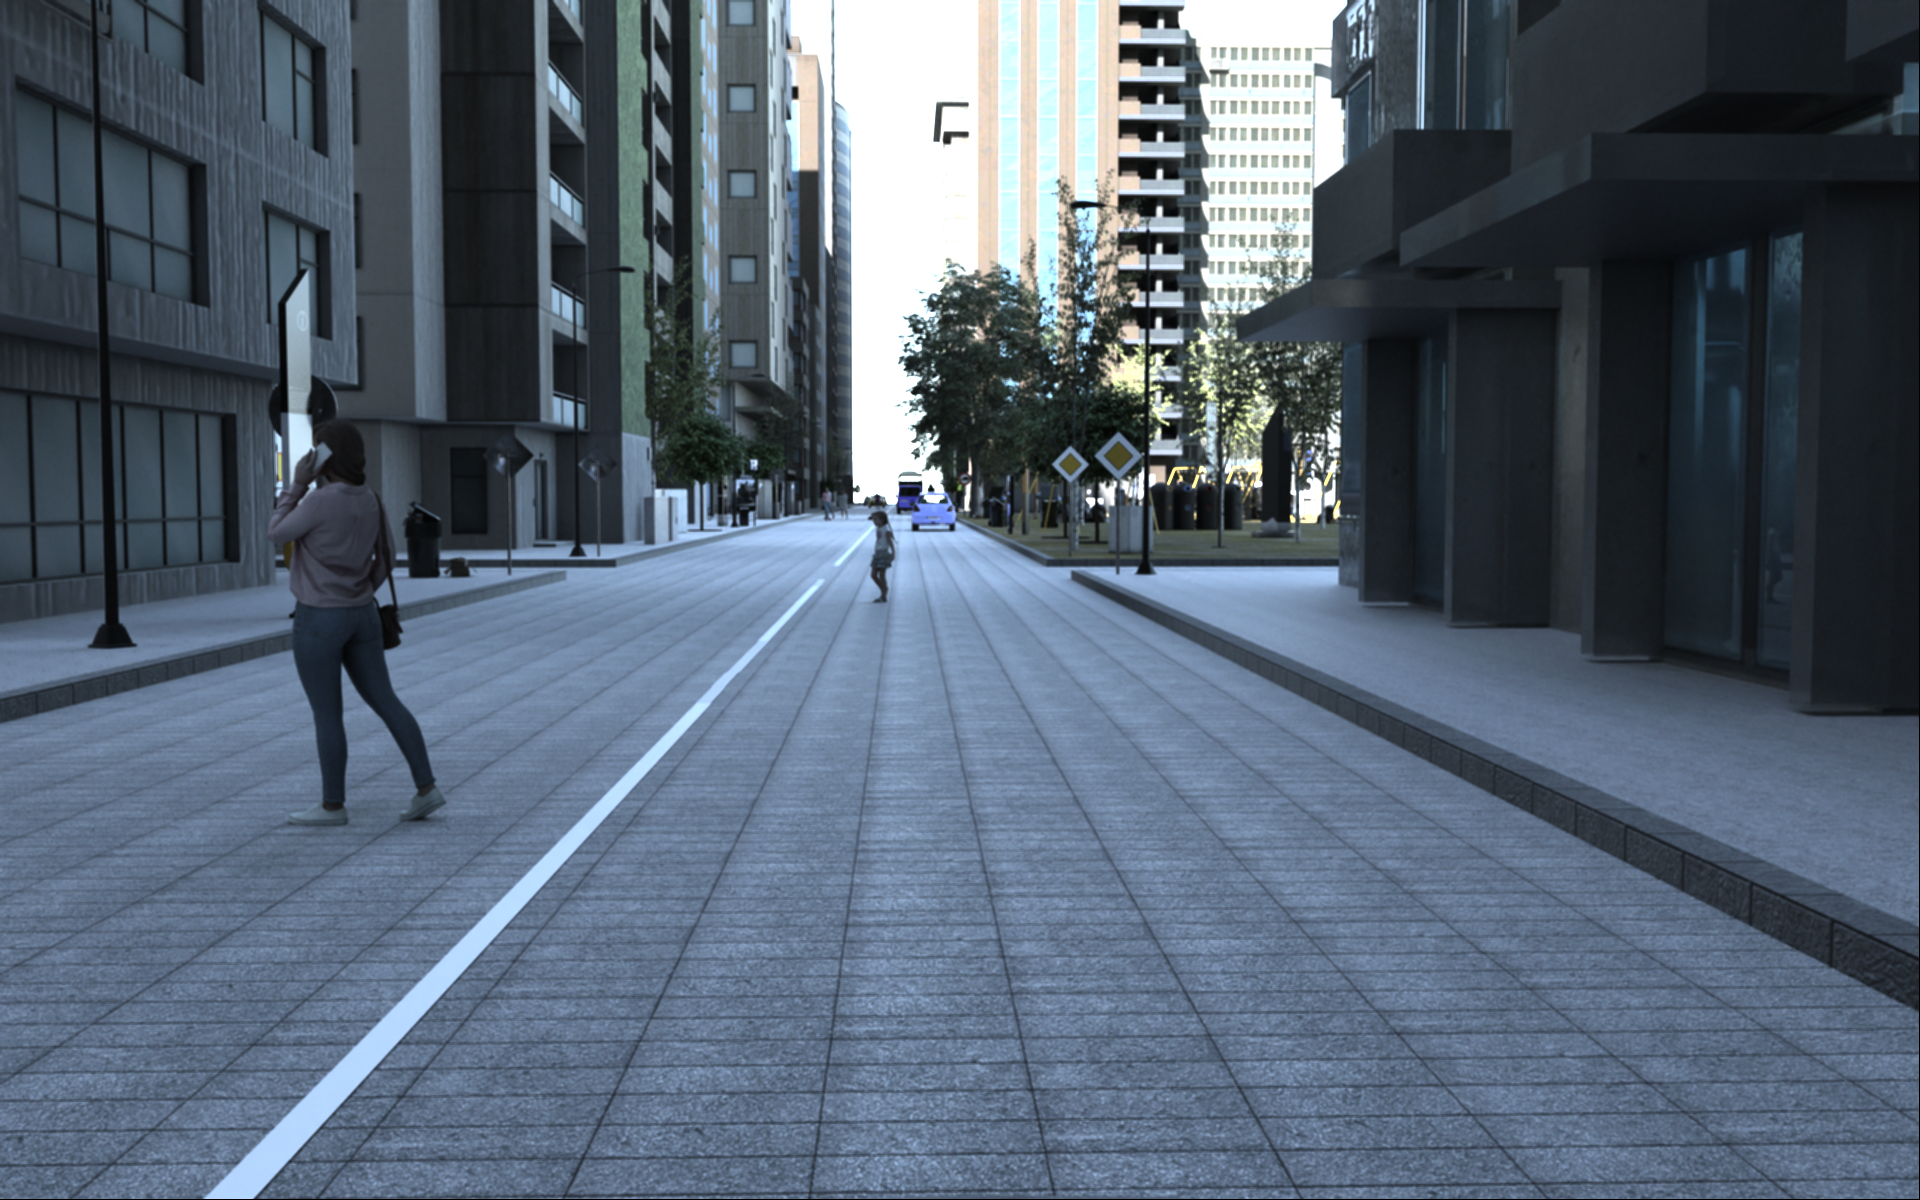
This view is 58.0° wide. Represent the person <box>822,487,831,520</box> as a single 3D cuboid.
[{"bbox_3d":[-7.266,-5.245,94.261,0.555,1.821,0.388,-3,4,-37],"label":"person"}]

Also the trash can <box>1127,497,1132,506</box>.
[{"bbox_3d":[8.839,-4.875,91.355,0.748,1.137,0.748,0,3,0],"label":"trash can"}]

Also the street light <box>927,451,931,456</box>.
[{"bbox_3d":[-2.792,-13.101,186.736,1.470,5.913,1.316,0,4,-2],"label":"street light"}]

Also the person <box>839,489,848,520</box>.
[{"bbox_3d":[-6.507,-5.374,97.119,0.466,1.731,0.760,1,4,12],"label":"person"}]

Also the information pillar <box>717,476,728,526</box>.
[{"bbox_3d":[-9.540,-3.980,69.566,0.304,2.012,0.304,2,4,30],"label":"information pillar"}]

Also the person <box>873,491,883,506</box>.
[{"bbox_3d":[-8.192,-9.971,172.312,1.217,1.735,0.721,2,4,34],"label":"person"}]

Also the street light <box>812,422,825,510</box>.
[{"bbox_3d":[-9.655,-8.529,111.995,1.470,5.913,1.316,0,4,-2],"label":"street light"}]

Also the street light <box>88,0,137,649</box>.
[{"bbox_3d":[-6.572,-2.558,14.368,1.470,5.913,1.316,0,4,-2],"label":"street light"}]

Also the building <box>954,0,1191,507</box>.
[{"bbox_3d":[10.978,-52.371,168.931,22.319,86.520,31.000,0,4,-2],"label":"building"}]

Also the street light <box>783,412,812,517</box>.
[{"bbox_3d":[-9.318,-7.679,98.086,1.470,5.913,1.316,0,4,-2],"label":"street light"}]

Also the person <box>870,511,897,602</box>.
[{"bbox_3d":[-0.969,-0.576,22.938,0.382,1.210,0.505,-2,4,-35],"label":"person"}]

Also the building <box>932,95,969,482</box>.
[{"bbox_3d":[10.938,-39.015,227.129,28.713,52.752,27.495,0,4,-2],"label":"building"}]

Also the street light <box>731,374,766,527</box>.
[{"bbox_3d":[-8.189,-5.777,67.001,1.470,5.913,1.316,0,4,-2],"label":"street light"}]

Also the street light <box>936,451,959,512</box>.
[{"bbox_3d":[-0.767,-9.230,123.459,1.470,5.913,1.316,0,4,-2],"label":"street light"}]

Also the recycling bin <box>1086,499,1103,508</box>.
[{"bbox_3d":[7.479,-5.116,96.198,0.722,1.027,0.722,2,4,27],"label":"recycling bin"}]

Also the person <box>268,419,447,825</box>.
[{"bbox_3d":[-2.590,0.098,7.491,0.643,1.750,0.593,1,4,21],"label":"person"}]

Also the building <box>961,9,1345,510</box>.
[{"bbox_3d":[16.391,-27.595,143.058,32.217,40.220,23.993,0,4,-2],"label":"building"}]

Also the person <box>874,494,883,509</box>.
[{"bbox_3d":[-7.519,-9.123,160.891,0.991,1.433,0.599,-1,4,-18],"label":"person"}]

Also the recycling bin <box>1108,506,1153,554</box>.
[{"bbox_3d":[3.715,-1.536,37.675,0.722,1.027,0.722,-2,4,-33],"label":"recycling bin"}]

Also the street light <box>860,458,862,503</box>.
[{"bbox_3d":[-13.323,-15.478,225.598,1.470,5.913,1.316,0,4,-2],"label":"street light"}]

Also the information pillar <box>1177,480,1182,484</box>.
[{"bbox_3d":[11.687,-5.345,91.877,0.304,2.012,0.304,0,4,5],"label":"information pillar"}]

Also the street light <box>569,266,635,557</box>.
[{"bbox_3d":[-7.311,-3.846,35.425,1.470,5.913,1.316,0,4,-2],"label":"street light"}]

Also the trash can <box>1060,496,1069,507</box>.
[{"bbox_3d":[6.521,-5.921,108.457,0.748,1.137,0.748,0,3,0],"label":"trash can"}]

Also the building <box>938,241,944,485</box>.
[{"bbox_3d":[7.921,-36.746,255.419,22.147,44.769,28.867,0,4,-2],"label":"building"}]

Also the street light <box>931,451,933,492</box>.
[{"bbox_3d":[-1.640,-11.142,154.717,1.470,5.913,1.316,0,4,-2],"label":"street light"}]

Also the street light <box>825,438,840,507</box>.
[{"bbox_3d":[-10.760,-10.415,142.831,1.470,5.913,1.316,0,4,-2],"label":"street light"}]

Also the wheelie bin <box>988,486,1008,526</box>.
[{"bbox_3d":[1.530,-3.747,69.175,0.980,1.594,0.693,3,4,36],"label":"wheelie bin"}]

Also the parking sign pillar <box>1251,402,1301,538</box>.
[{"bbox_3d":[9.363,-3.839,51.245,1.447,3.967,1.447,-1,4,-12],"label":"parking sign pillar"}]

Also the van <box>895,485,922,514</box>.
[{"bbox_3d":[-3.620,-7.387,125.156,2.240,2.365,5.245,0,4,-2],"label":"van"}]

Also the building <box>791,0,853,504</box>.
[{"bbox_3d":[-24.448,-48.303,228.003,20.563,71.187,20.611,0,4,-2],"label":"building"}]

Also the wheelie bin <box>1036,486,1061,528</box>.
[{"bbox_3d":[3.359,-3.553,65.999,0.980,1.594,0.693,0,4,-4],"label":"wheelie bin"}]

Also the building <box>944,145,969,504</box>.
[{"bbox_3d":[5.047,-31.942,205.843,14.154,41.232,14.086,0,4,-2],"label":"building"}]

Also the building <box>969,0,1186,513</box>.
[{"bbox_3d":[7.820,-28.957,123.559,14.600,45.320,14.200,0,4,-2],"label":"building"}]

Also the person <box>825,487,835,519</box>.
[{"bbox_3d":[-7.702,-5.691,101.403,0.748,1.841,0.638,3,5,43],"label":"person"}]

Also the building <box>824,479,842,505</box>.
[{"bbox_3d":[-30.466,-31.443,205.968,32.217,40.220,23.993,0,4,-2],"label":"building"}]

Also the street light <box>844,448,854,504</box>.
[{"bbox_3d":[-11.683,-12.302,173.673,1.470,5.913,1.316,0,4,-2],"label":"street light"}]

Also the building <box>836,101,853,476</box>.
[{"bbox_3d":[-26.546,-43.468,252.701,21.231,58.520,28.212,0,4,-2],"label":"building"}]

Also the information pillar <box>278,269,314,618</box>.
[{"bbox_3d":[-6.833,-1.622,17.872,0.183,3.616,0.504,1,4,8],"label":"information pillar"}]

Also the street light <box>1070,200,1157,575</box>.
[{"bbox_3d":[2.438,-3.366,27.569,1.470,5.913,1.316,0,4,-2],"label":"street light"}]

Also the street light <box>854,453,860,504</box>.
[{"bbox_3d":[-12.331,-13.591,194.759,1.470,5.913,1.316,0,4,-2],"label":"street light"}]
